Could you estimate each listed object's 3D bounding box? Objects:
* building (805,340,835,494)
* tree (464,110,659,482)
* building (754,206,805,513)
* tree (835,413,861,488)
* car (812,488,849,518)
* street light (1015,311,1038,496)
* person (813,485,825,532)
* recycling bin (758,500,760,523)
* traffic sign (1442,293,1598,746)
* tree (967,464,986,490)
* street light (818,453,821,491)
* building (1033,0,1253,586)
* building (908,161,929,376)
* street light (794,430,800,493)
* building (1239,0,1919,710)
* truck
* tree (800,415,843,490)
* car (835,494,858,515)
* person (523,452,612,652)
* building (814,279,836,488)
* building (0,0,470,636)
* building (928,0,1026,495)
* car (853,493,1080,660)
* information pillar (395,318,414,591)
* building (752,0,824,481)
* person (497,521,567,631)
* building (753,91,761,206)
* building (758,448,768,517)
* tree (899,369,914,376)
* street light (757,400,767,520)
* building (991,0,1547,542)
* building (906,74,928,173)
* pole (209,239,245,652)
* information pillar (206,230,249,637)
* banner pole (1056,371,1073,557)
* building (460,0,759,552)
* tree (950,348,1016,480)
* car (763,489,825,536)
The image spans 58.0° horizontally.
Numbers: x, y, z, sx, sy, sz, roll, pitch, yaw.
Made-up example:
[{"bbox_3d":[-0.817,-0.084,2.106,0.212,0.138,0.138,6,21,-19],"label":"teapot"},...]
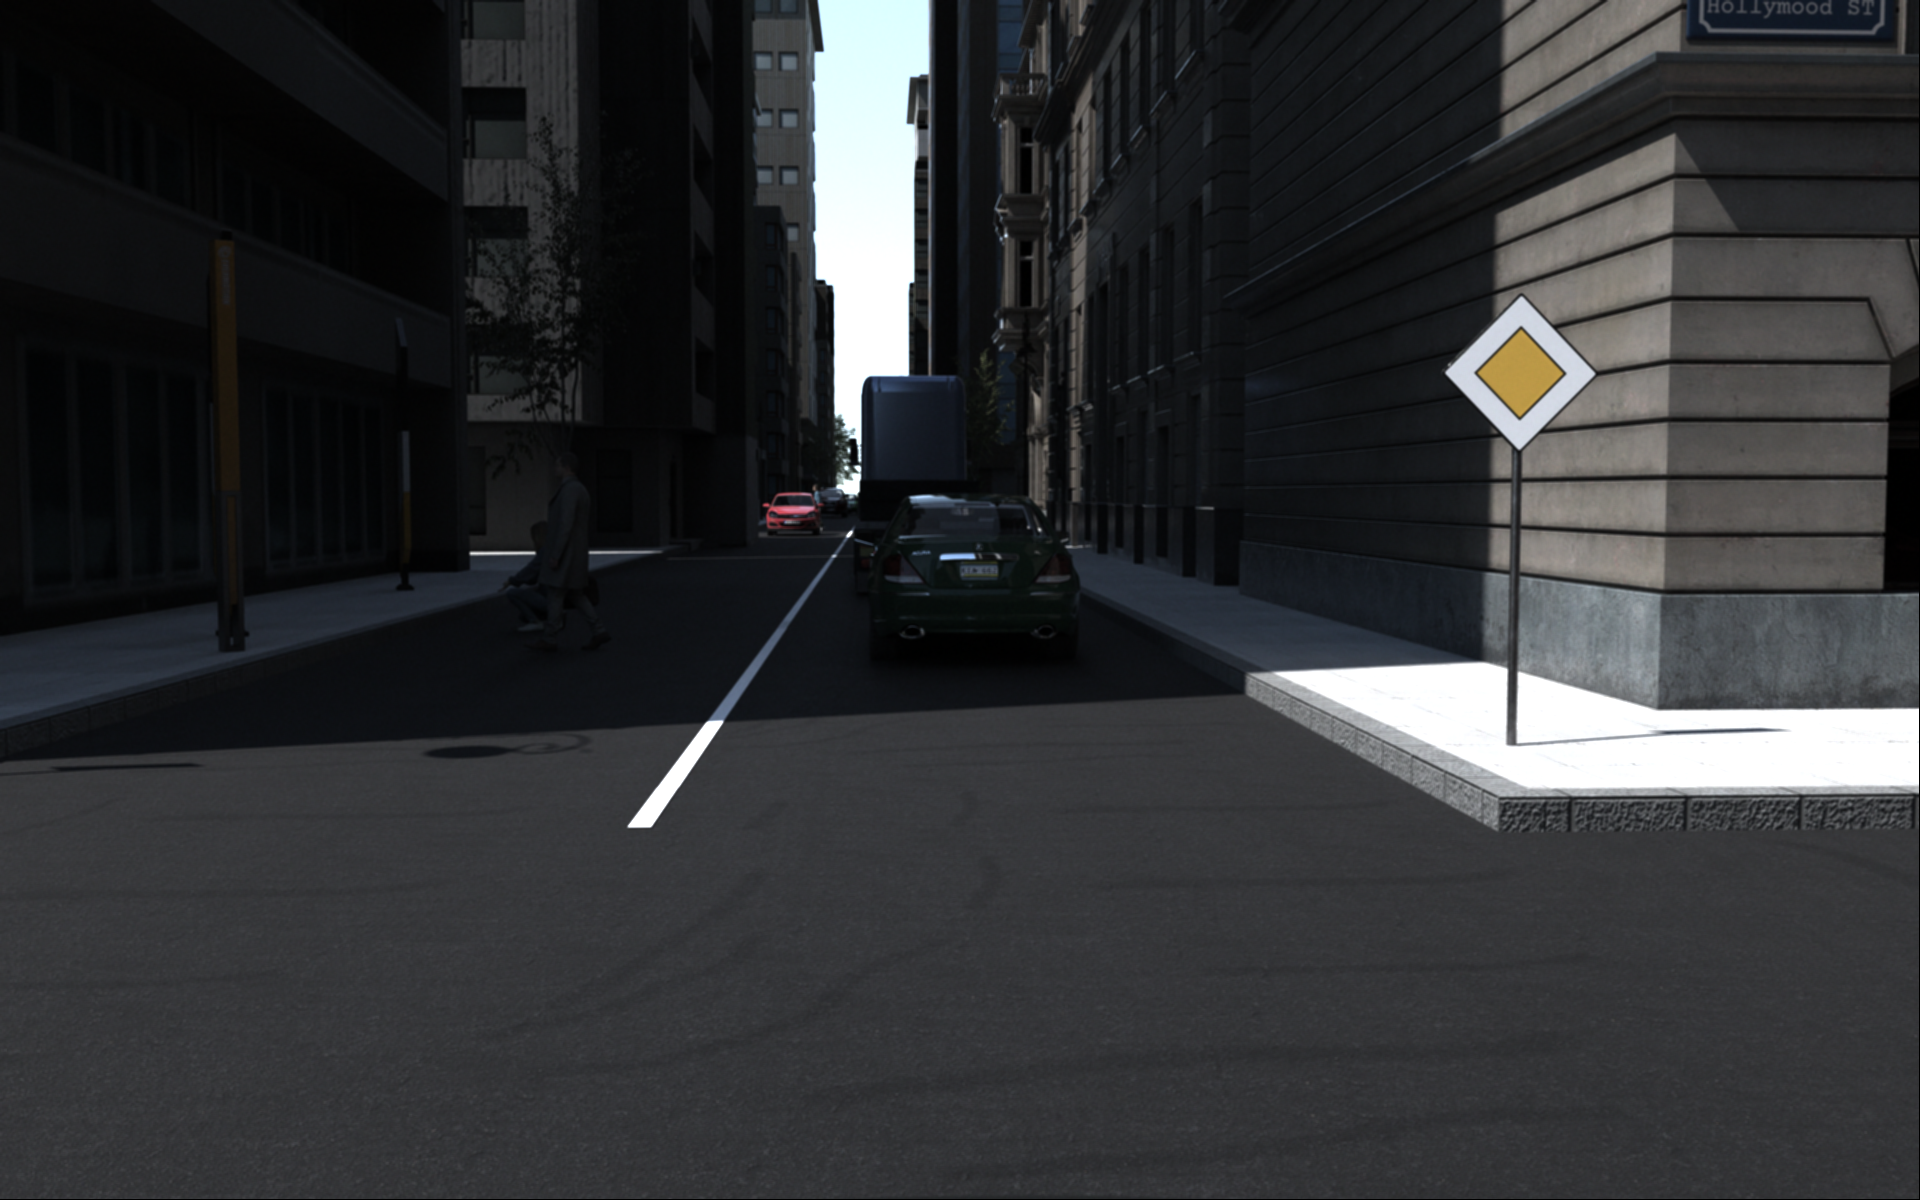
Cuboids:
[{"bbox_3d":[-29.306,-22.215,208.258,27.650,21.520,28.899,0,4,-3],"label":"building"},{"bbox_3d":[-7.766,-5.061,33.111,4.360,8.622,3.978,0,3,0],"label":"tree"},{"bbox_3d":[-25.240,-16.687,117.879,27.650,21.520,28.899,0,4,-3],"label":"building"},{"bbox_3d":[-17.427,-19.839,242.487,7.486,12.596,7.792,0,3,0],"label":"tree"},{"bbox_3d":[-7.996,-6.026,107.205,2.281,1.827,5.304,0,4,-2],"label":"car"},{"bbox_3d":[1.660,-4.342,43.784,0.468,5.910,1.993,0,4,-3],"label":"street light"},{"bbox_3d":[-5.251,-3.398,64.395,0.444,1.785,0.601,1,4,16],"label":"person"},{"bbox_3d":[-9.321,-3.956,77.235,0.722,1.027,0.722,0,4,2],"label":"recycling bin"},{"bbox_3d":[2.812,-0.314,8.776,0.795,2.450,0.064,0,4,-3],"label":"traffic sign"},{"bbox_3d":[0.298,-5.989,92.522,1.663,3.219,1.824,0,3,0],"label":"tree"},{"bbox_3d":[-13.741,-11.968,168.457,0.468,5.910,1.993,0,4,-3],"label":"street light"},{"bbox_3d":[8.616,-14.586,35.744,12.463,27.353,25.104,0,4,-3],"label":"building"},{"bbox_3d":[2.909,-23.325,153.063,14.160,30.474,14.107,0,4,-3],"label":"building"},{"bbox_3d":[-11.644,-9.263,124.244,0.468,5.910,1.993,0,4,-3],"label":"street light"},{"bbox_3d":[20.808,-12.011,15.462,34.723,24.649,14.460,0,4,-3],"label":"building"},{"bbox_3d":[-0.754,-2.681,33.588,2.967,4.110,18.799,0,4,-3],"label":"truck"},{"bbox_3d":[-13.144,-12.866,160.719,4.360,8.622,3.978,0,3,0],"label":"tree"},{"bbox_3d":[-7.835,-6.828,120.439,1.959,1.807,4.718,0,4,-5],"label":"car"},{"bbox_3d":[-3.601,-0.442,15.833,0.767,1.812,0.694,0,3,0],"label":"person"},{"bbox_3d":[-23.794,-28.014,229.731,14.160,30.474,14.107,0,4,-3],"label":"building"},{"bbox_3d":[-18.437,-24.047,16.864,21.300,48.544,21.600,0,4,-3],"label":"building"},{"bbox_3d":[5.021,-28.373,114.014,14.600,45.320,14.200,0,4,-3],"label":"building"},{"bbox_3d":[0.048,-0.283,16.433,2.131,1.459,4.920,0,4,-3],"label":"car"},{"bbox_3d":[-7.390,-1.935,22.993,0.183,3.616,0.504,-2,4,-26],"label":"information pillar"},{"bbox_3d":[-28.686,-36.081,179.158,28.713,52.752,27.495,0,4,-3],"label":"building"},{"bbox_3d":[-4.515,-0.254,18.150,0.738,1.151,1.012,1,4,8],"label":"person"},{"bbox_3d":[-29.550,-27.624,143.531,32.217,40.220,23.993,0,4,-3],"label":"building"},{"bbox_3d":[-21.009,-39.972,91.800,20.563,71.187,20.611,0,4,-3],"label":"building"},{"bbox_3d":[-4.359,-15.815,168.940,12.009,13.543,11.850,0,3,0],"label":"tree"},{"bbox_3d":[-9.766,-6.864,85.019,0.468,5.910,1.993,0,4,-3],"label":"street light"},{"bbox_3d":[8.542,-15.118,66.259,14.460,24.649,34.723,0,4,-3],"label":"building"},{"bbox_3d":[7.922,-38.302,215.470,28.713,52.752,27.495,0,4,-3],"label":"building"},{"bbox_3d":[-5.946,-1.235,14.044,0.158,3.312,0.155,0,3,0],"label":"pole"},{"bbox_3d":[-6.636,-1.484,15.619,0.183,3.616,0.504,-3,5,-41],"label":"information pillar"},{"bbox_3d":[2.042,-2.752,35.010,0.401,3.779,0.863,1,4,15],"label":"banner pole"},{"bbox_3d":[-12.691,-16.625,43.520,14.160,30.474,14.107,0,4,-3],"label":"building"},{"bbox_3d":[0.740,-8.429,88.176,4.737,8.622,4.395,0,3,0],"label":"tree"},{"bbox_3d":[-5.817,-3.165,60.784,2.155,1.783,4.494,0,4,-4],"label":"car"}]
